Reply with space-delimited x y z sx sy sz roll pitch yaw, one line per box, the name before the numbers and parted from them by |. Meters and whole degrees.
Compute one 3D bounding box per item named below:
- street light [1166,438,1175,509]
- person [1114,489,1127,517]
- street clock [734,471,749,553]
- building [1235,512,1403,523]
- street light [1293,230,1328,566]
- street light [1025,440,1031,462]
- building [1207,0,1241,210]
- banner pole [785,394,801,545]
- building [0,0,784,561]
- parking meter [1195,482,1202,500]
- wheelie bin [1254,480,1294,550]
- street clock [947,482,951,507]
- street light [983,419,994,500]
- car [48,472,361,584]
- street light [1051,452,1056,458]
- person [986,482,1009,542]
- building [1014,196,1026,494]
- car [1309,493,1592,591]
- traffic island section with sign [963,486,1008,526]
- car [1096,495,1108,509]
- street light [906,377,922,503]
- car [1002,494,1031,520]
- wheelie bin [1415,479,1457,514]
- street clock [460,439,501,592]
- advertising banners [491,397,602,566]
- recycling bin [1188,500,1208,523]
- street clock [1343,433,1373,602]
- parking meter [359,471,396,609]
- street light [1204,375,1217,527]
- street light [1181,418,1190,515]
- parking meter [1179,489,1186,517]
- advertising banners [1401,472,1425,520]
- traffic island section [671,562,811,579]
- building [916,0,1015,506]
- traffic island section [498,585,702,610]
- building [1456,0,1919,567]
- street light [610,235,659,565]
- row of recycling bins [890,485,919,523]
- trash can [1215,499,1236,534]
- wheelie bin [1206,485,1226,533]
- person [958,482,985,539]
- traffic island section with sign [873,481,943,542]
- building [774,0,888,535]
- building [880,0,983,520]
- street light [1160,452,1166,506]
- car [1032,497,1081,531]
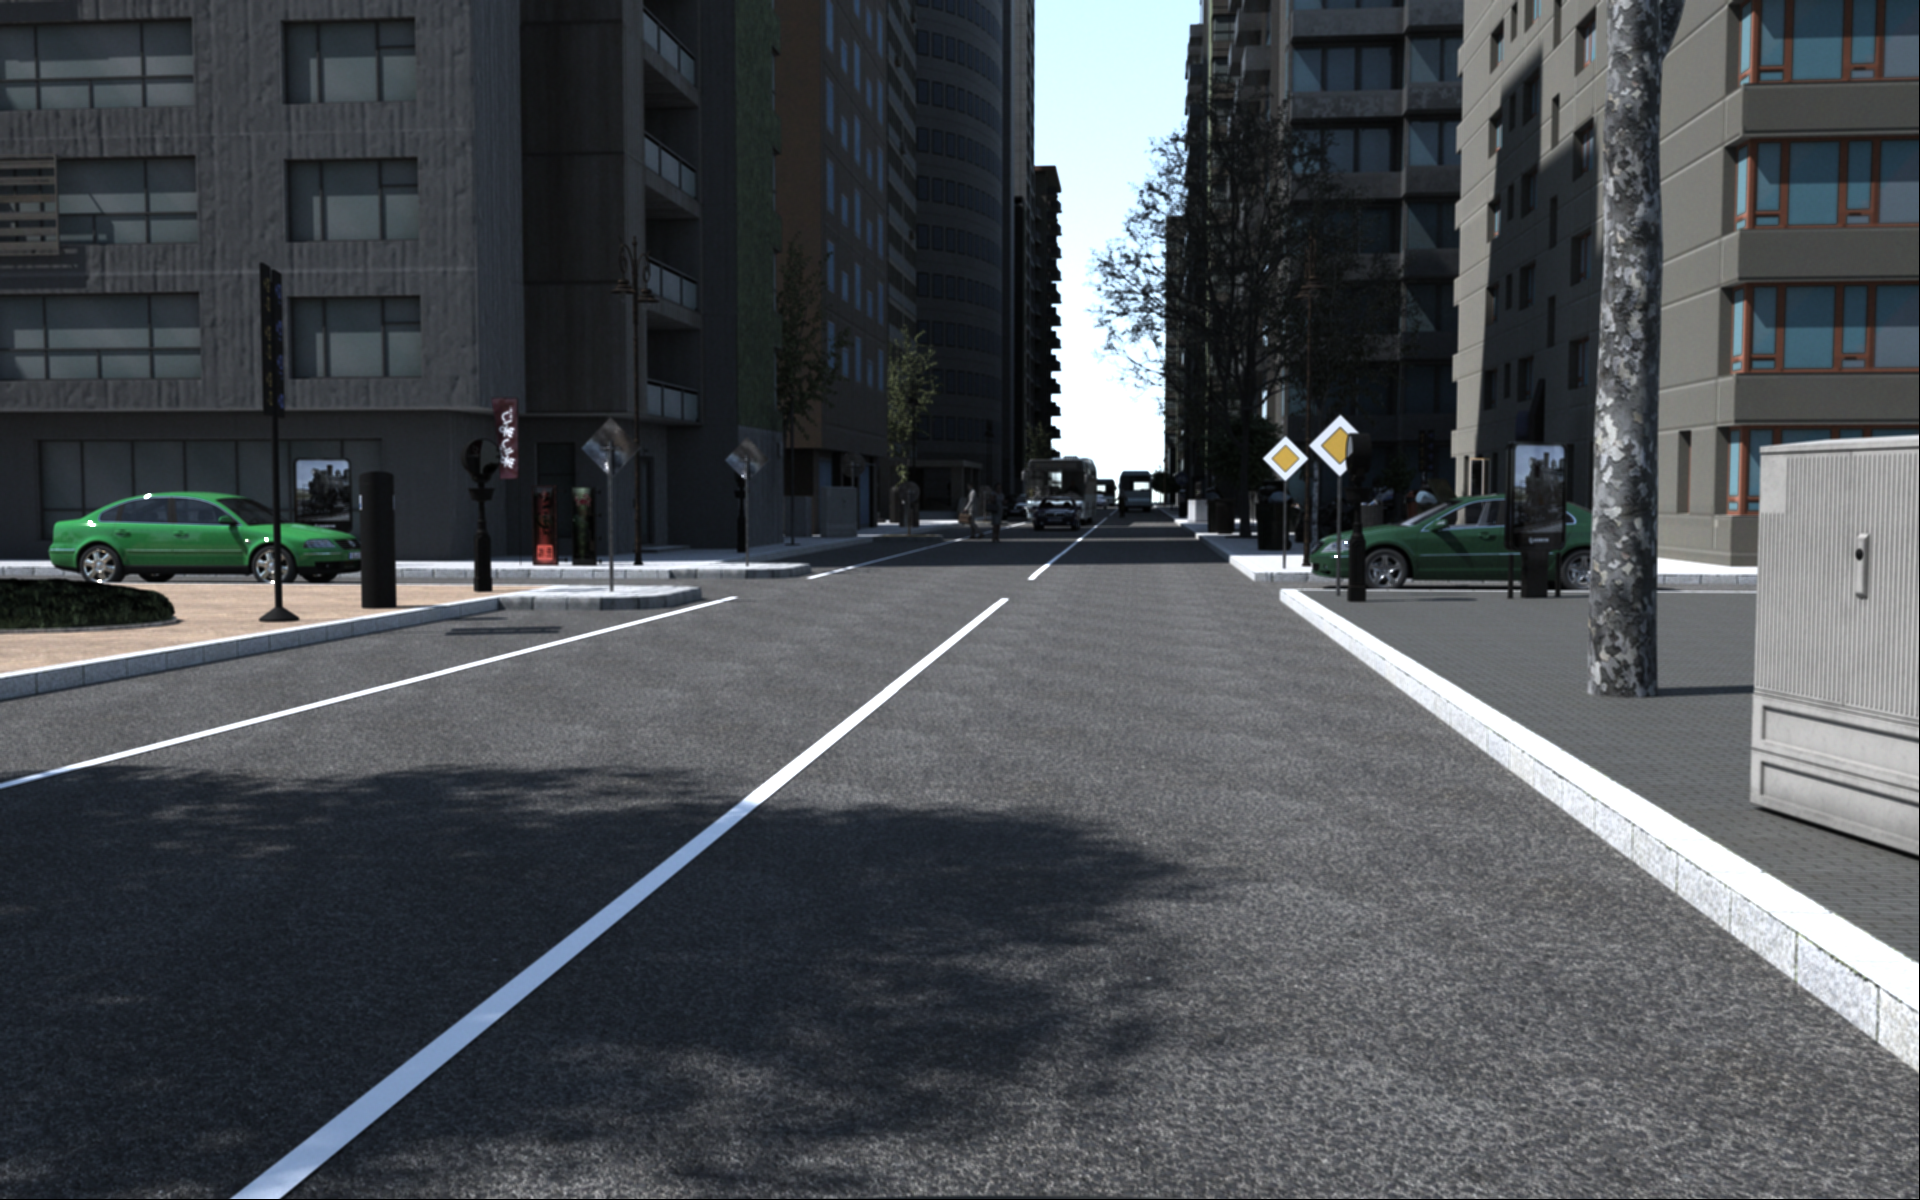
street light | 17.580 -10.447 143.591 0.468 5.910 1.993 0 4 6
person | 9.973 -5.992 107.198 0.721 1.736 1.217 3 5 44
street clock | -4.787 -2.044 37.985 0.358 2.002 0.471 -1 4 -17
building | 25.138 -28.603 87.274 23.786 49.044 30.456 0 4 6
street light | 6.165 -3.537 30.623 0.468 5.910 1.993 0 4 6
street light | 5.721 -10.496 144.397 0.468 5.910 1.993 0 4 6
building | 22.923 -26.162 111.340 14.154 41.232 14.086 0 4 6
banner pole | -4.221 -3.277 43.590 0.401 3.779 0.863 0 4 -6
building | -12.301 -21.683 38.110 14.154 41.232 14.086 0 4 6
parking meter | 11.376 -4.709 82.696 0.255 1.863 0.399 1 4 22
wheelie bin | 7.184 -1.941 39.638 0.693 1.594 0.980 -3 4 -37
street clock | -0.600 -6.200 105.938 0.358 2.002 0.471 1 4 21
street light | 1.913 -8.223 107.226 0.468 5.910 1.993 0 4 6
car | -11.778 -1.130 27.269 4.718 1.807 1.959 0 4 4
street light | 10.423 -13.281 189.936 0.468 5.910 1.993 0 4 6
person | 1.093 -2.620 51.690 0.716 1.782 0.532 -2 4 -33
building | -1.263 -23.863 161.859 14.160 30.474 14.107 0 4 6
car | 7.731 -0.863 25.914 4.920 1.459 2.131 0 4 7
traffic island section with sign | 1.201 -4.348 79.718 1.989 1.847 2.006 0 4 6
car | 13.250 -9.482 167.392 2.083 1.381 4.827 0 4 4
street light | -1.818 -5.851 68.456 0.468 5.910 1.993 0 4 6
car | 3.177 -5.333 96.980 2.009 1.686 4.222 0 4 4
wheelie bin | 9.759 -1.689 35.525 0.980 1.594 0.693 -3 4 -38
street clock | -6.284 -1.113 22.761 0.471 2.002 0.358 -2 4 -33
advertising banners | -7.435 -2.135 31.096 2.074 3.025 0.090 1 4 13
recycling bin | 10.744 -4.007 78.073 0.722 1.027 0.722 -1 4 -22
street clock | 4.743 -0.984 20.656 0.358 2.002 0.471 0 4 2
parking meter | -6.570 -0.681 19.543 0.372 1.533 0.369 0 3 0
street light | 9.718 -5.778 67.259 0.468 5.910 1.993 0 4 6
street light | 13.811 -8.190 106.692 0.468 5.910 1.993 0 4 6
parking meter | 12.276 -5.329 95.536 0.372 1.533 0.369 0 3 0
advertising banners | 16.501 -4.074 62.805 0.090 3.025 2.074 -1 4 -10
traffic island section | -3.796 -0.518 30.743 2.009 0.180 2.903 0 4 6
building | -7.684 -35.336 119.747 21.231 58.520 28.212 0 4 6
traffic island section | -4.606 -0.032 22.799 2.009 0.180 2.903 0 4 6
building | 29.390 -12.060 42.217 28.899 21.520 27.650 0 4 6
street light | -5.816 -3.569 31.144 0.468 5.910 1.993 0 4 6
row of recycling bins | -2.533 -4.329 77.888 1.069 1.692 3.534 1 4 8
trash can | 8.518 -2.689 55.623 0.748 1.137 0.748 0 3 0
wheelie bin | 8.517 -3.042 57.648 0.693 1.594 0.980 0 4 7
person | 0.359 -2.834 54.951 0.853 1.813 0.709 0 4 -2
traffic island section with sign | -1.543 -2.708 52.902 1.989 1.847 2.006 0 4 6
building | -10.409 -25.070 60.009 14.600 45.320 14.200 0 4 6
building | -15.303 -24.567 93.558 32.217 40.220 23.993 0 4 6
street light | 21.316 -12.686 180.208 0.468 5.910 1.993 0 4 6
car | 3.875 -3.446 68.915 1.945 1.354 3.894 0 4 6
